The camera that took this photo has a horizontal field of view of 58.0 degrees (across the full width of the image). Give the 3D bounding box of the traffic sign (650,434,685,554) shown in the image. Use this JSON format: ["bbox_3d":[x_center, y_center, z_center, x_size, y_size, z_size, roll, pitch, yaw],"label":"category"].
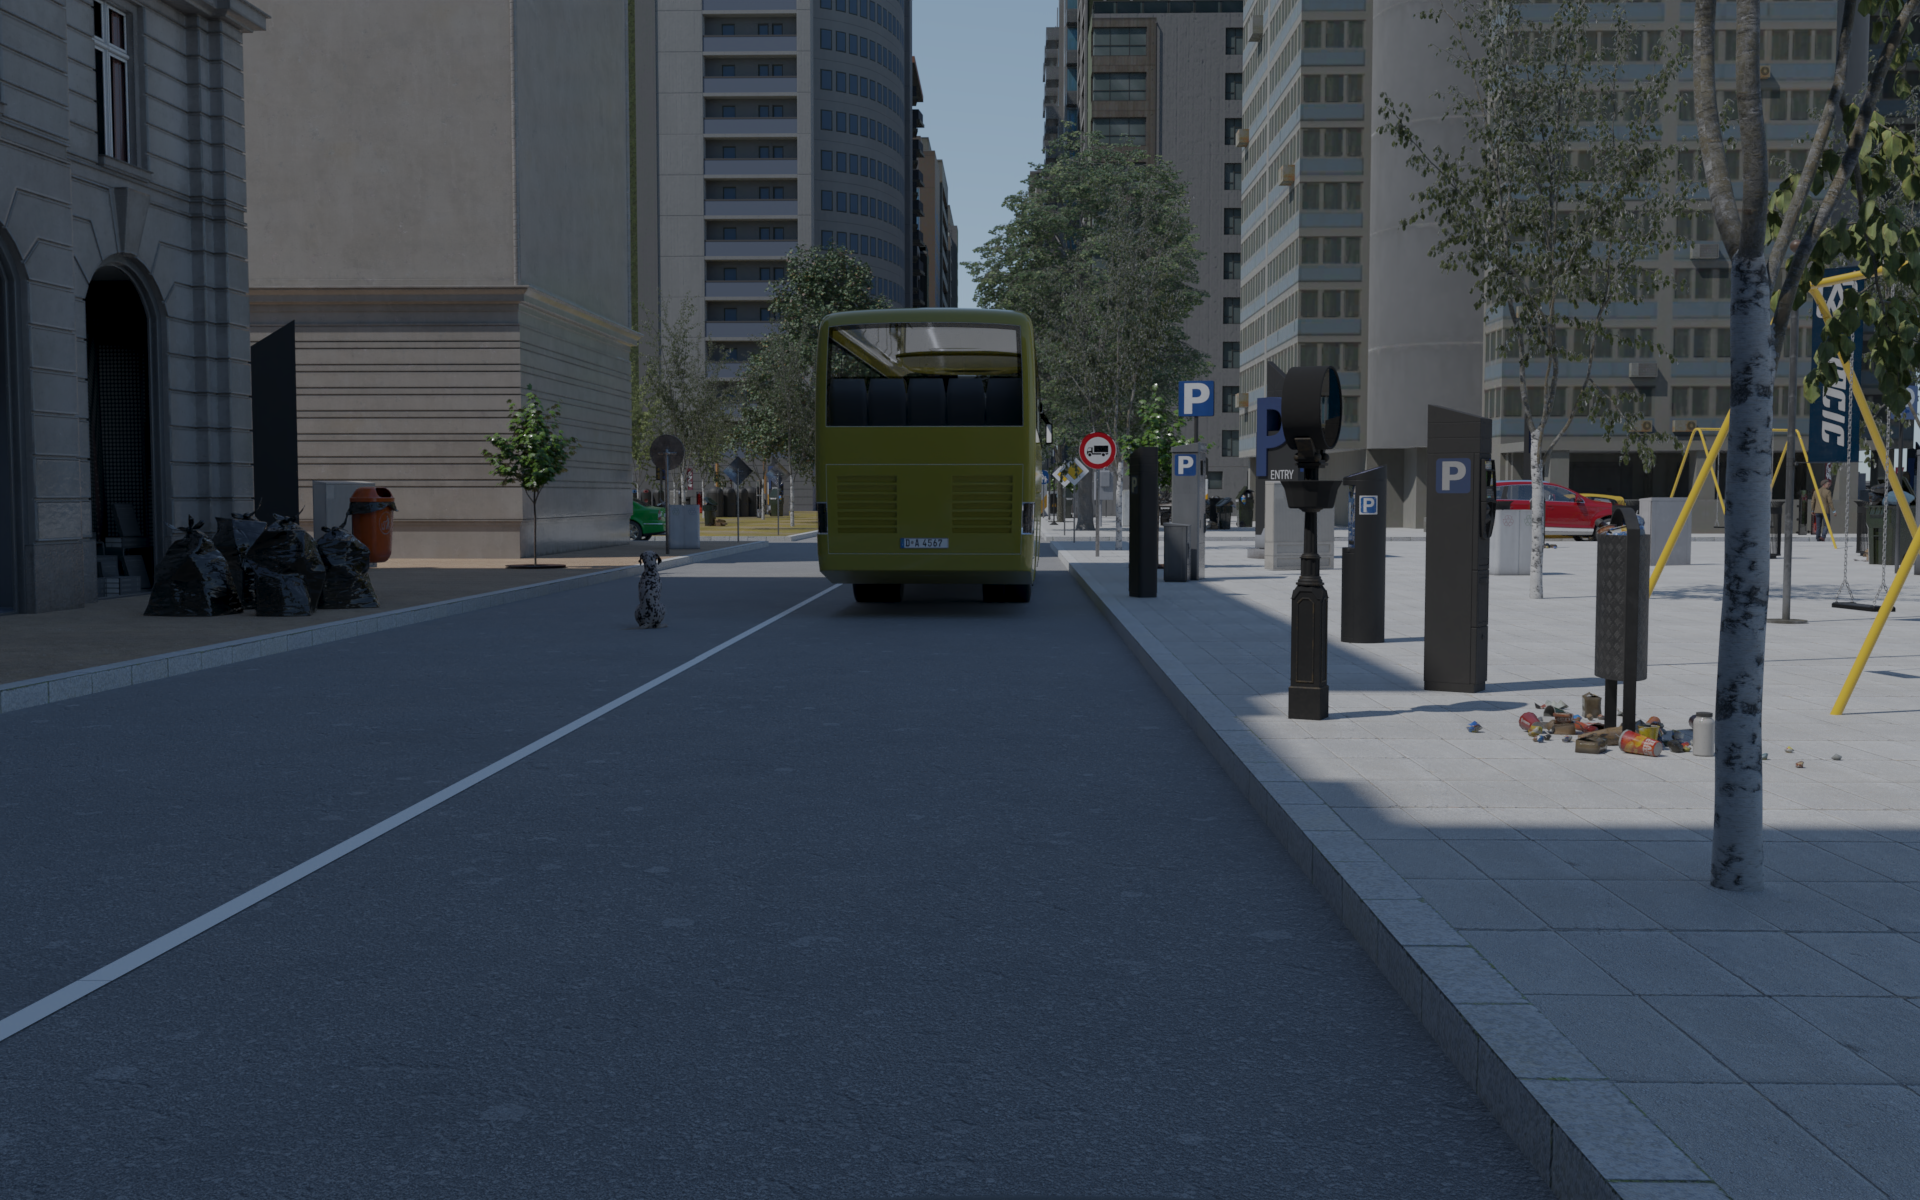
[{"bbox_3d":[-6.249,-2.253,36.940,0.768,2.556,0.104,0,4,8],"label":"traffic sign"}]

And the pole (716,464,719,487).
[{"bbox_3d":[-16.297,-7.491,116.313,0.158,3.312,0.155,0,3,0],"label":"pole"}]

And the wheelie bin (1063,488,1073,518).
[{"bbox_3d":[5.501,-5.103,91.344,0.693,1.594,0.980,3,5,44],"label":"wheelie bin"}]

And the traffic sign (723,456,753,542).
[{"bbox_3d":[-5.880,-2.584,45.893,0.795,2.450,0.064,0,4,2],"label":"traffic sign"}]

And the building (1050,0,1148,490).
[{"bbox_3d":[17.712,-42.768,137.514,20.563,71.187,20.611,0,4,2],"label":"building"}]

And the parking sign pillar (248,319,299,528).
[{"bbox_3d":[-10.927,-2.341,26.743,1.447,3.967,1.447,-1,4,-23],"label":"parking sign pillar"}]

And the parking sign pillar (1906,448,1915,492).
[{"bbox_3d":[51.702,-6.413,93.322,1.447,3.967,1.447,2,4,31],"label":"parking sign pillar"}]

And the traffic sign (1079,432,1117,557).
[{"bbox_3d":[2.817,-2.160,35.416,0.768,2.556,0.104,1,4,10],"label":"traffic sign"}]

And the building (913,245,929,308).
[{"bbox_3d":[-10.767,-25.780,193.207,14.160,30.474,14.107,0,4,2],"label":"building"}]

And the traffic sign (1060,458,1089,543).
[{"bbox_3d":[3.010,-2.568,45.621,0.795,2.450,0.064,0,4,2],"label":"traffic sign"}]

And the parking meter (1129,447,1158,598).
[{"bbox_3d":[2.280,-0.970,21.564,0.255,1.863,0.399,-1,4,-16],"label":"parking meter"}]

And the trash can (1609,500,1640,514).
[{"bbox_3d":[15.314,-1.725,39.852,0.748,1.137,0.748,0,3,0],"label":"trash can"}]

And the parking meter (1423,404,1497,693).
[{"bbox_3d":[3.251,-0.340,11.262,0.399,1.863,0.255,2,4,33],"label":"parking meter"}]

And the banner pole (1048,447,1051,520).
[{"bbox_3d":[4.399,-5.800,84.843,0.401,3.779,0.863,1,4,8],"label":"banner pole"}]

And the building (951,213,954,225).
[{"bbox_3d":[-11.878,-39.789,274.248,21.300,48.544,21.600,0,4,2],"label":"building"}]

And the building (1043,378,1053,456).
[{"bbox_3d":[17.624,-27.513,221.540,14.160,30.474,14.107,0,4,2],"label":"building"}]

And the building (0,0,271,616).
[{"bbox_3d":[-15.928,-10.407,11.959,13.314,21.916,24.055,0,4,2],"label":"building"}]

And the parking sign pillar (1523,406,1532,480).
[{"bbox_3d":[17.696,-3.988,53.679,1.447,3.967,1.447,1,4,20],"label":"parking sign pillar"}]

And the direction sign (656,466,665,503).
[{"bbox_3d":[-17.025,-6.519,98.586,0.379,3.537,0.876,2,4,29],"label":"direction sign"}]

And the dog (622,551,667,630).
[{"bbox_3d":[-3.417,-0.104,18.544,0.513,0.831,0.800,2,4,31],"label":"dog"}]

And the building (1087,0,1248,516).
[{"bbox_3d":[14.688,-20.420,105.566,14.160,30.474,14.107,0,4,2],"label":"building"}]

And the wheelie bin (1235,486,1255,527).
[{"bbox_3d":[11.060,-3.623,67.152,0.693,1.594,0.980,0,4,-2],"label":"wheelie bin"}]

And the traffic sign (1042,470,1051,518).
[{"bbox_3d":[4.419,-5.598,91.635,0.768,2.556,0.104,1,4,10],"label":"traffic sign"}]

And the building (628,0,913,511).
[{"bbox_3d":[-15.164,-36.727,142.481,21.231,58.520,28.212,0,4,2],"label":"building"}]

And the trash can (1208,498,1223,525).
[{"bbox_3d":[9.643,-3.248,64.754,0.748,1.137,0.748,0,3,0],"label":"trash can"}]

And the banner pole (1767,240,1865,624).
[{"bbox_3d":[8.404,-1.650,16.997,0.863,3.779,0.401,3,5,43],"label":"banner pole"}]

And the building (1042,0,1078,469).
[{"bbox_3d":[19.013,-33.275,163.648,23.786,49.044,30.456,0,4,2],"label":"building"}]

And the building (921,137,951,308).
[{"bbox_3d":[-12.646,-37.611,238.636,21.300,48.544,21.600,0,4,2],"label":"building"}]

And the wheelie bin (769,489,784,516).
[{"bbox_3d":[-10.522,-5.595,99.383,0.980,1.594,0.693,2,4,35],"label":"wheelie bin"}]

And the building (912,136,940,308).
[{"bbox_3d":[-9.759,-34.894,220.631,14.600,45.320,14.200,0,4,2],"label":"building"}]

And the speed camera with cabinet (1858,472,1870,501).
[{"bbox_3d":[37.177,-4.696,71.111,0.660,3.252,2.038,0,4,-7],"label":"speed camera with cabinet"}]

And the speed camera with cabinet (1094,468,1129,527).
[{"bbox_3d":[6.343,-4.524,68.305,2.038,3.252,0.660,0,4,-6],"label":"speed camera with cabinet"}]

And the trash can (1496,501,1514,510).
[{"bbox_3d":[11.345,-1.534,36.733,0.748,1.137,0.748,0,3,0],"label":"trash can"}]

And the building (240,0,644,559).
[{"bbox_3d":[-18.306,-12.398,38.864,21.152,22.565,11.583,0,4,2],"label":"building"}]

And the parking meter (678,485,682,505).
[{"bbox_3d":[-18.194,-6.562,113.007,0.255,1.863,0.399,-2,4,-34],"label":"parking meter"}]

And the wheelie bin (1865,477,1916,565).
[{"bbox_3d":[16.872,-1.435,31.366,0.693,1.594,0.980,-1,4,-15],"label":"wheelie bin"}]

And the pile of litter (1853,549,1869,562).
[{"bbox_3d":[17.912,-1.176,33.190,1.719,0.858,1.176,0,4,-5],"label":"pile of litter"}]

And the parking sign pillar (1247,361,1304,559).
[{"bbox_3d":[6.483,-2.821,34.595,1.447,3.967,1.447,-2,4,-30],"label":"parking sign pillar"}]

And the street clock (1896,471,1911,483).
[{"bbox_3d":[29.890,-3.081,54.937,0.471,2.002,0.358,-2,4,-33],"label":"street clock"}]

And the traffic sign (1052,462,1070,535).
[{"bbox_3d":[3.237,-3.056,53.603,0.795,2.450,0.064,0,4,2],"label":"traffic sign"}]

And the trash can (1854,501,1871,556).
[{"bbox_3d":[18.865,-1.476,35.782,0.748,1.137,0.748,0,3,0],"label":"trash can"}]

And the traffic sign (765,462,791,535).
[{"bbox_3d":[-5.653,-3.072,53.875,0.795,2.450,0.064,0,4,2],"label":"traffic sign"}]

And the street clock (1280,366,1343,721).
[{"bbox_3d":[1.996,-0.324,9.863,0.358,2.002,0.471,2,4,27],"label":"street clock"}]

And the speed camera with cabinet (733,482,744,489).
[{"bbox_3d":[-13.110,-6.608,102.375,0.660,3.252,2.038,0,4,-8],"label":"speed camera with cabinet"}]

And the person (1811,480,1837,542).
[{"bbox_3d":[24.350,-2.472,48.827,0.656,1.842,0.836,2,4,26],"label":"person"}]

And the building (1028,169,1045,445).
[{"bbox_3d":[25.206,-41.843,273.375,28.713,52.752,27.495,0,4,2],"label":"building"}]

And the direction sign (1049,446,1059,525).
[{"bbox_3d":[3.899,-4.877,71.729,0.379,3.537,0.876,0,4,0],"label":"direction sign"}]

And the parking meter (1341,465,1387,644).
[{"bbox_3d":[3.495,-0.402,14.990,0.372,1.533,0.369,0,3,0],"label":"parking meter"}]

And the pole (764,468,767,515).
[{"bbox_3d":[-12.211,-7.009,108.442,0.158,3.312,0.155,0,3,0],"label":"pole"}]

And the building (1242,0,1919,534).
[{"bbox_3d":[24.498,-23.178,70.845,23.993,40.220,32.217,0,4,2],"label":"building"}]

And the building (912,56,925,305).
[{"bbox_3d":[-14.901,-31.609,171.432,22.147,44.769,28.867,0,4,2],"label":"building"}]

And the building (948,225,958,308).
[{"bbox_3d":[-7.476,-35.042,256.530,14.154,41.232,14.086,0,4,2],"label":"building"}]

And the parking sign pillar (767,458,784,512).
[{"bbox_3d":[-12.751,-8.046,120.022,1.447,3.967,1.447,-3,4,-38],"label":"parking sign pillar"}]

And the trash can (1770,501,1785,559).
[{"bbox_3d":[15.972,-1.390,34.377,0.748,1.137,0.748,0,3,0],"label":"trash can"}]

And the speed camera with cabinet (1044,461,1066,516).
[{"bbox_3d":[5.801,-6.593,102.124,2.038,3.252,0.660,-3,4,-38],"label":"speed camera with cabinet"}]
